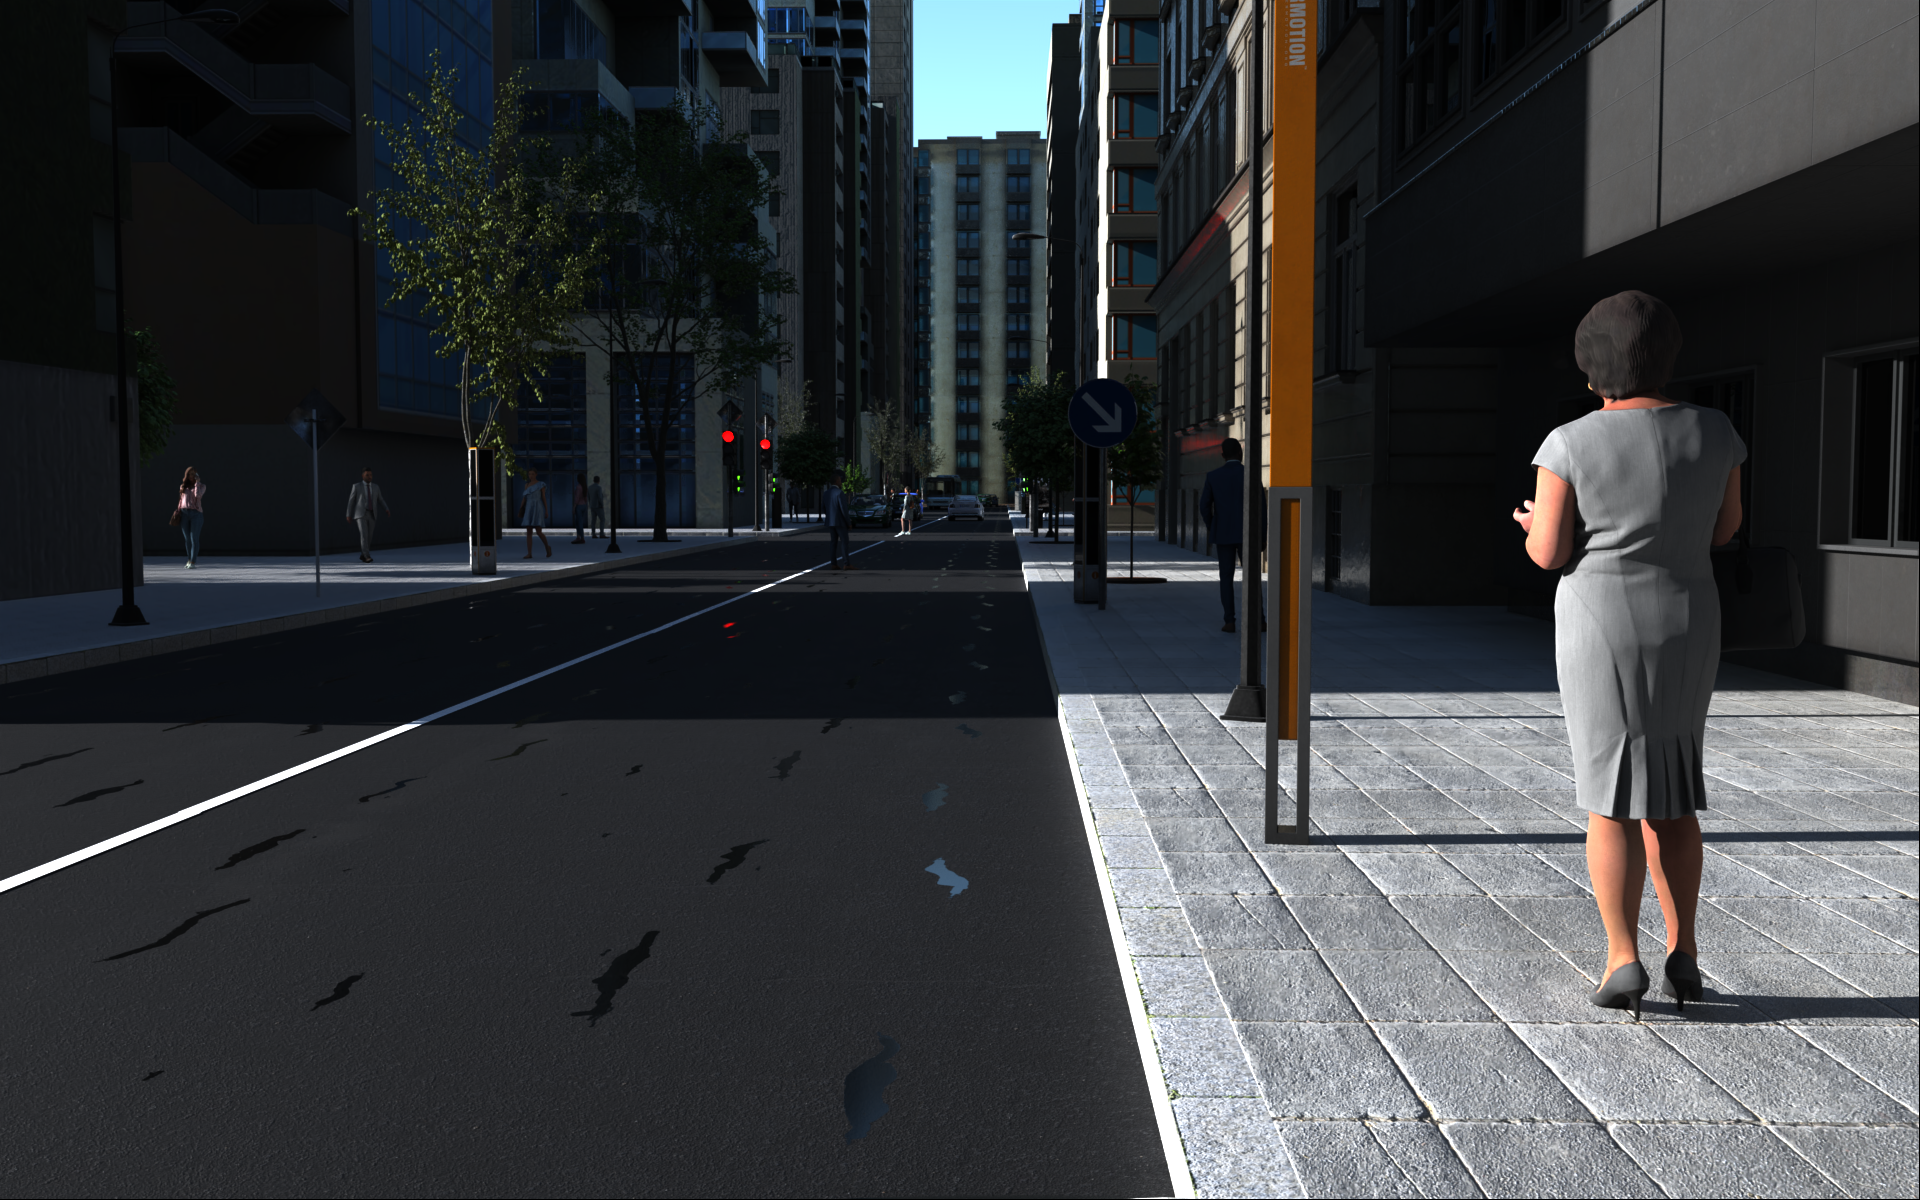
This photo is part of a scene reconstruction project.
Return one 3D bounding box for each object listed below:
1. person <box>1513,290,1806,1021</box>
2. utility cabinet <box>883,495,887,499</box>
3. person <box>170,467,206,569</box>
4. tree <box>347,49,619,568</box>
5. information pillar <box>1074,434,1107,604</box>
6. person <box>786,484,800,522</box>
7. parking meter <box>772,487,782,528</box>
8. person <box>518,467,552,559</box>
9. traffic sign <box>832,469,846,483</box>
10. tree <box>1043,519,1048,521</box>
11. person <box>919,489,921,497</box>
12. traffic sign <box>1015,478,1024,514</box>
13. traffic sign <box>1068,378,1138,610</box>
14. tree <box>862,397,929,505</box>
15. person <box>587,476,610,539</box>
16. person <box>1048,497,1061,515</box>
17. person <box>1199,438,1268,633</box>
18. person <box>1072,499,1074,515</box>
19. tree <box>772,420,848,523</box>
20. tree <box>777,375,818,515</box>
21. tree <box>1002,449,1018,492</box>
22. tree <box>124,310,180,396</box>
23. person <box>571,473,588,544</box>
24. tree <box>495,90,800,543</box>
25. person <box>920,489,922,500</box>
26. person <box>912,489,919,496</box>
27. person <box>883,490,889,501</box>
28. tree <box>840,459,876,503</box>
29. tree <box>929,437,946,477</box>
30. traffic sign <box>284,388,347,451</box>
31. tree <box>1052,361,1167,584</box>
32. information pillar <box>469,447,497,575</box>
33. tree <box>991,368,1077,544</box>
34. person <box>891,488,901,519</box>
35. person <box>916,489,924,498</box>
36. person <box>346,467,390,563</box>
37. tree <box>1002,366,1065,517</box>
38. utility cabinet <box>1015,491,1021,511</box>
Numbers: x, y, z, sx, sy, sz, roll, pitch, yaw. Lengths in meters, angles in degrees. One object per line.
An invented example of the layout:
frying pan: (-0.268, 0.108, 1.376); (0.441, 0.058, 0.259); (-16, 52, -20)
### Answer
person: (1.747, 0.125, 4.361); (0.716, 1.782, 0.532); (0, 4, -1)
utility cabinet: (-5.583, -7.050, 126.433); (0.306, 1.237, 1.020); (1, 4, 11)
person: (-13.296, -1.426, 29.946); (0.593, 1.750, 0.643); (0, 4, 3)
tree: (-8.155, -4.854, 29.723); (4.737, 8.622, 4.395); (0, 3, 0)
information pillar: (1.529, -0.966, 20.290); (0.304, 2.012, 0.304); (-1, 4, -20)
person: (-7.657, -4.500, 79.465); (0.661, 1.843, 0.795); (0, 4, 6)
parking meter: (-6.910, -3.480, 65.316); (0.372, 1.533, 0.369); (0, 3, 0)
person: (-8.490, -1.735, 34.498); (0.616, 1.811, 0.778); (2, 4, 24)
traffic sign: (-6.205, -5.403, 88.442); (0.768, 2.556, 0.104); (1, 4, 10)
tree: (4.044, -4.550, 69.001); (1.663, 3.219, 1.824); (0, 3, 0)
person: (-4.565, -11.359, 191.390); (0.705, 1.869, 1.348); (1, 4, 17)
traffic sign: (3.891, -6.704, 109.719); (0.768, 2.556, 0.104); (0, 4, 5)
traffic sign: (1.575, -1.164, 19.138); (0.768, 2.556, 0.104); (1, 4, 10)
tree: (-5.480, -11.033, 130.746); (4.360, 8.622, 3.978); (0, 3, 0)
person: (-10.496, -2.686, 50.052); (0.635, 1.810, 0.391); (2, 4, 28)
person: (5.260, -5.374, 99.400); (0.738, 1.151, 1.012); (-2, 4, -24)
person: (2.583, -0.602, 16.074); (0.721, 1.800, 0.419); (0, 4, 6)
person: (6.955, -5.912, 103.101); (0.834, 1.777, 0.661); (-2, 4, -30)
tree: (-6.656, -5.687, 76.692); (4.285, 4.588, 4.351); (0, 3, 0)
tree: (-10.280, -9.462, 105.065); (4.360, 8.622, 3.978); (0, 3, 0)
tree: (6.576, -15.265, 199.944); (4.360, 8.622, 3.978); (0, 3, 0)
tree: (-14.046, -2.679, 27.524); (4.285, 4.588, 4.351); (0, 3, 0)
person: (-9.777, -2.357, 44.596); (0.388, 1.821, 0.555); (1, 4, 10)
tree: (-8.102, -7.351, 45.948); (9.928, 11.665, 9.643); (0, 3, 0)
person: (-4.386, -11.820, 199.265); (0.705, 1.831, 1.348); (0, 4, -5)
person: (-4.660, -10.329, 174.909); (1.348, 1.826, 0.705); (2, 4, 29)
person: (-6.304, -8.616, 148.382); (0.415, 1.643, 0.593); (3, 4, 37)
tree: (-6.116, -6.655, 103.411); (1.663, 3.219, 1.824); (0, 3, 0)
tree: (-3.825, -14.284, 183.899); (4.360, 8.622, 3.978); (0, 3, 0)
traffic sign: (-7.987, -1.329, 21.465); (0.795, 2.593, 0.064); (0, 4, 3)
tree: (2.563, -1.877, 25.285); (1.663, 3.219, 1.824); (0, 3, 0)
information pillar: (-7.552, -1.403, 27.429); (0.304, 2.012, 0.304); (-3, 4, -36)
tree: (2.447, -3.755, 45.112); (4.285, 4.588, 4.351); (0, 3, 0)
person: (-3.741, -5.528, 99.238); (0.721, 1.781, 0.623); (-3, 5, -43)
person: (-4.539, -11.059, 186.956); (1.348, 1.812, 0.705); (-1, 4, -19)
person: (-11.078, -1.592, 32.345); (0.678, 1.792, 0.850); (-3, 5, -42)
tree: (4.726, -9.013, 97.730); (4.737, 8.622, 4.395); (0, 3, 0)
utility cabinet: (4.485, -7.620, 133.258); (0.318, 1.500, 1.173); (1, 4, 12)
